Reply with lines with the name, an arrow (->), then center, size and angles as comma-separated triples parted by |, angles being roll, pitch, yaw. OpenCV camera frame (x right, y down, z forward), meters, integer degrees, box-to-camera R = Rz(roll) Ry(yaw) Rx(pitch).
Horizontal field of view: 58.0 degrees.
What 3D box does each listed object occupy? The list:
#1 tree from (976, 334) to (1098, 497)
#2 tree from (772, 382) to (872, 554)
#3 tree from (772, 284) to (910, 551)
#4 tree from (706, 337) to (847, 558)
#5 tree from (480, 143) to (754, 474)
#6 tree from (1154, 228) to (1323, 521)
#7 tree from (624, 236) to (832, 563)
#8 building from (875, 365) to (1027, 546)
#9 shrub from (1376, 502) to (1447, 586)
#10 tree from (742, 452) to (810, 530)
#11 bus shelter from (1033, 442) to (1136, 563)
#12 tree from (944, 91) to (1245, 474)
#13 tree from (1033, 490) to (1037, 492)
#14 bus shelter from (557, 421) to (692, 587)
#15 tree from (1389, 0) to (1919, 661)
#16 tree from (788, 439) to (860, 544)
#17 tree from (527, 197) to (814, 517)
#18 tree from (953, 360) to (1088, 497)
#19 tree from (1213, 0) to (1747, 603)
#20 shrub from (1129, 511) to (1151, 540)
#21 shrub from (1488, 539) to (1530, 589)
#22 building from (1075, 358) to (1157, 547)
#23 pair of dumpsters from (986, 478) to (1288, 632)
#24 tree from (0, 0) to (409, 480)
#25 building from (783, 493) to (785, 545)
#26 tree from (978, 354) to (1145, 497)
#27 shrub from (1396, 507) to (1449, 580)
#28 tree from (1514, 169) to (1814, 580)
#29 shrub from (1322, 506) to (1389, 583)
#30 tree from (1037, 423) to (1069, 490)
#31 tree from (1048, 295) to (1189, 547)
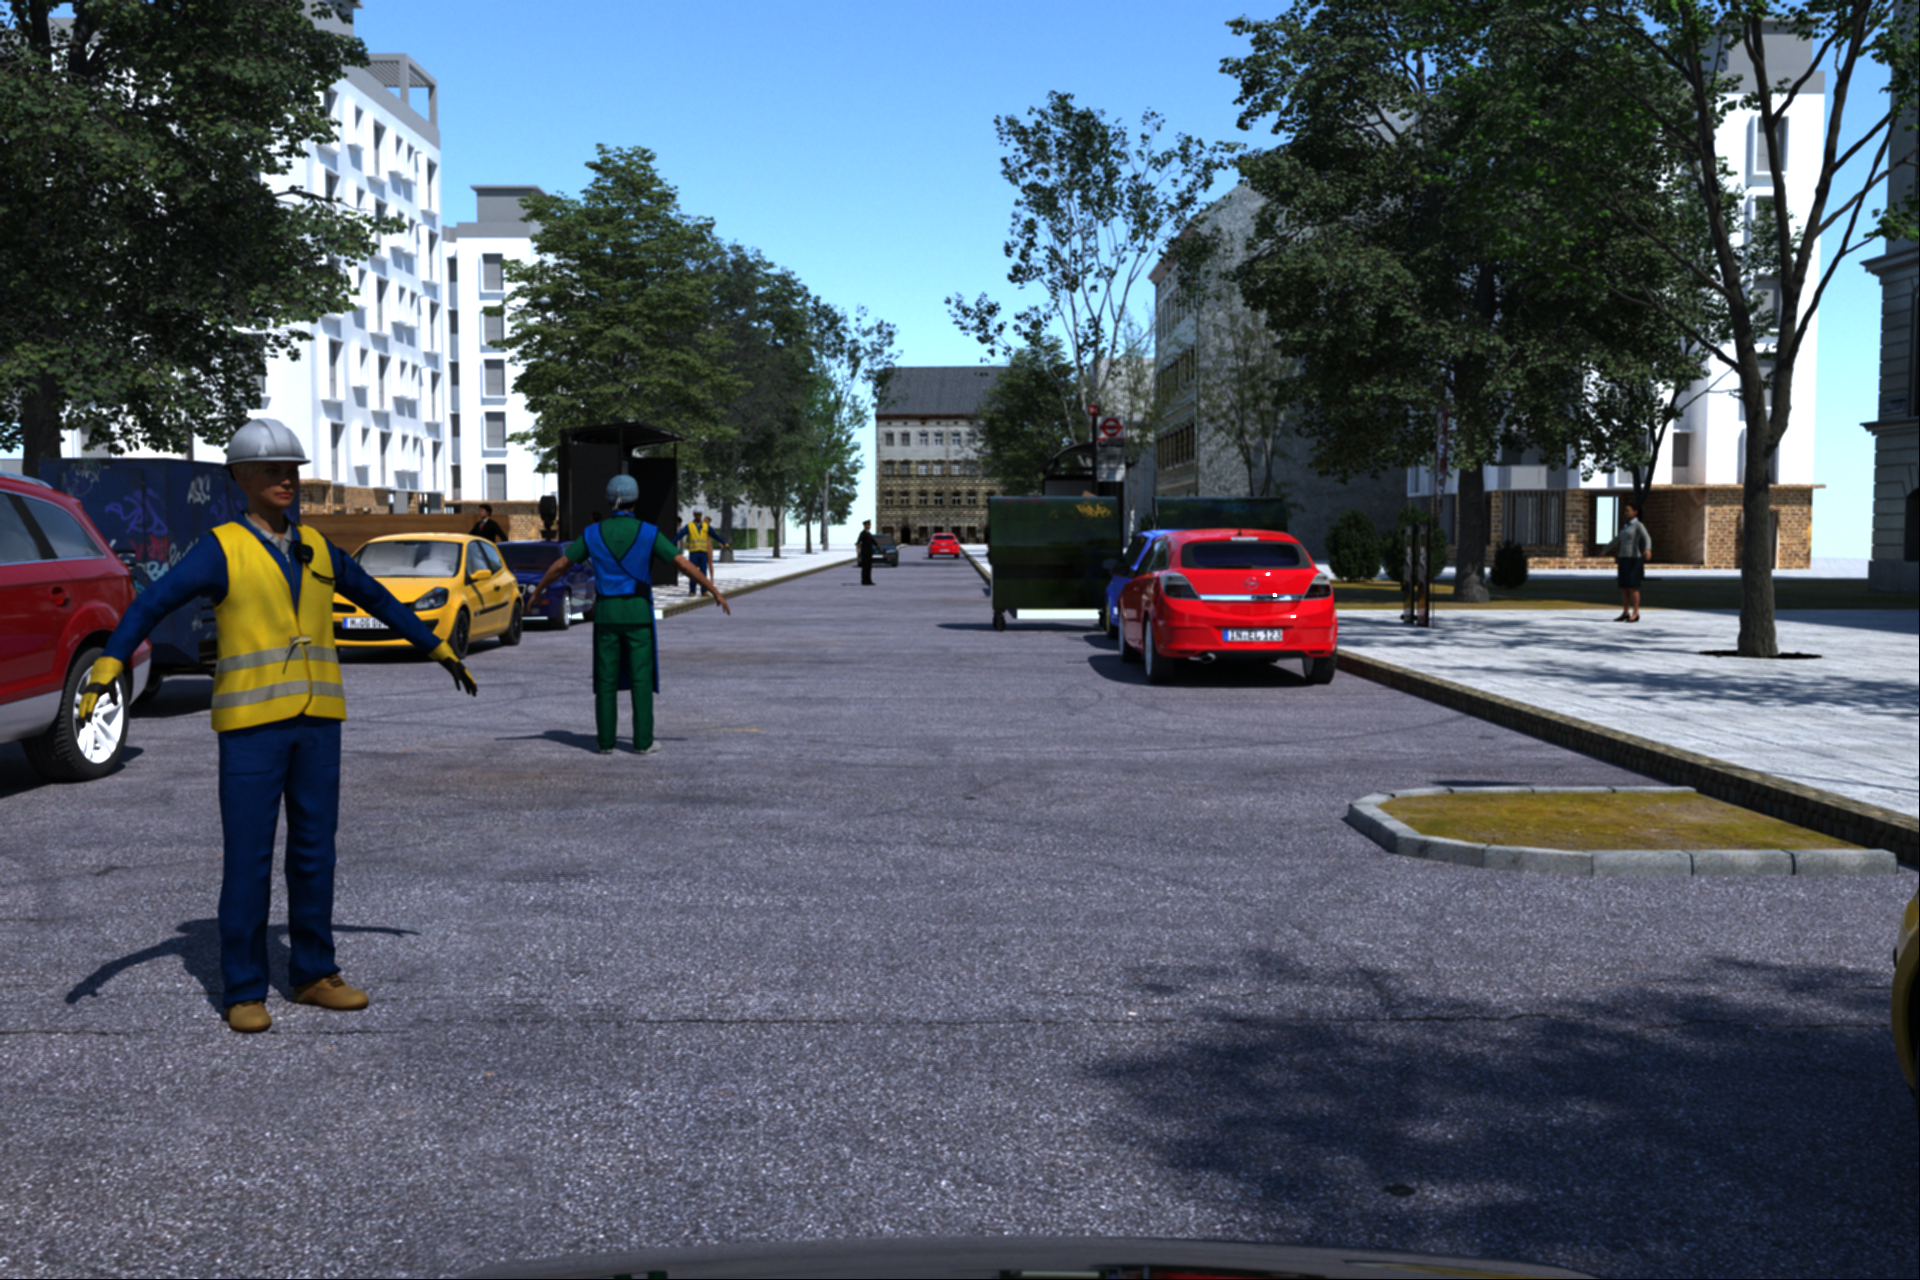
tree -> 4.449, -11.052, 98.823 | 7.486, 12.596, 7.792 | 0, 3, 0
tree -> -9.764, -11.437, 112.747 | 9.928, 11.665, 9.643 | 0, 3, 0
tree -> -9.936, -16.770, 130.084 | 12.611, 20.169, 13.585 | 0, 3, 0
tree -> -9.773, -10.111, 91.071 | 9.928, 11.665, 9.643 | 0, 3, 0
tree -> -9.939, -8.100, 50.562 | 7.486, 12.596, 7.792 | 0, 3, 0
tree -> 7.281, -5.574, 41.496 | 4.360, 8.622, 3.978 | 0, 3, 0
tree -> -10.195, -10.341, 75.725 | 9.857, 13.997, 8.962 | 0, 3, 0
building -> -0.753, -23.969, 225.277 | 18.063, 23.208, 19.493 | 0, 4, 5
shrub -> 11.184, -2.374, 42.862 | 1.661, 2.075, 1.752 | 0, 3, 0
tree -> -10.383, -9.048, 98.291 | 4.360, 8.622, 3.978 | 0, 3, 0
bus shelter -> 2.843, -2.865, 40.768 | 2.014, 3.302, 5.546 | 0, 4, 0
tree -> 5.758, -13.269, 72.844 | 12.611, 20.169, 13.585 | 0, 3, 0
tree -> 4.736, -10.981, 129.907 | 4.360, 8.622, 3.978 | 0, 3, 0
bus shelter -> -7.452, -2.923, 39.079 | 1.731, 3.624, 6.357 | 0, 4, 2
tree -> 8.406, -5.635, 17.892 | 9.928, 11.665, 9.643 | 0, 3, 0
tree -> -17.432, -19.207, 220.692 | 9.857, 13.997, 8.962 | 0, 3, 0
tree -> -10.450, -9.319, 62.737 | 12.009, 13.543, 11.850 | 0, 3, 0
tree -> 4.612, -12.882, 120.983 | 12.009, 13.543, 11.850 | 0, 3, 0
tree -> 9.487, -7.673, 32.108 | 9.857, 13.997, 8.962 | 0, 3, 0
shrub -> 5.368, -2.606, 46.653 | 1.661, 2.075, 1.752 | 0, 3, 0
shrub -> 12.857, -1.800, 40.552 | 1.383, 1.207, 1.383 | 0, 3, 0
building -> 21.699, -19.307, 182.121 | 16.747, 18.905, 31.486 | 0, 4, -1
pair of dumpsters -> 2.600, -1.282, 25.918 | 4.436, 2.255, 1.574 | 0, 4, 0
tree -> -12.219, -7.103, 22.794 | 9.857, 13.997, 8.962 | 0, 3, 0
building -> -30.190, -22.416, 197.437 | 19.493, 23.208, 18.063 | 0, 3, 0
tree -> 5.424, -9.463, 89.134 | 8.767, 10.594, 7.601 | -1, 4, -19
shrub -> 12.595, -2.637, 47.538 | 1.690, 2.028, 1.600 | 0, 3, 0
tree -> 19.125, -7.490, 48.219 | 9.928, 11.665, 9.643 | 0, 3, 0
shrub -> 10.398, -2.516, 45.550 | 1.690, 2.028, 1.600 | 0, 3, 0
tree -> 5.184, -9.616, 107.581 | 4.360, 8.622, 3.978 | 0, 3, 0
tree -> 5.386, -6.285, 53.118 | 4.360, 8.622, 3.978 | 0, 3, 0
